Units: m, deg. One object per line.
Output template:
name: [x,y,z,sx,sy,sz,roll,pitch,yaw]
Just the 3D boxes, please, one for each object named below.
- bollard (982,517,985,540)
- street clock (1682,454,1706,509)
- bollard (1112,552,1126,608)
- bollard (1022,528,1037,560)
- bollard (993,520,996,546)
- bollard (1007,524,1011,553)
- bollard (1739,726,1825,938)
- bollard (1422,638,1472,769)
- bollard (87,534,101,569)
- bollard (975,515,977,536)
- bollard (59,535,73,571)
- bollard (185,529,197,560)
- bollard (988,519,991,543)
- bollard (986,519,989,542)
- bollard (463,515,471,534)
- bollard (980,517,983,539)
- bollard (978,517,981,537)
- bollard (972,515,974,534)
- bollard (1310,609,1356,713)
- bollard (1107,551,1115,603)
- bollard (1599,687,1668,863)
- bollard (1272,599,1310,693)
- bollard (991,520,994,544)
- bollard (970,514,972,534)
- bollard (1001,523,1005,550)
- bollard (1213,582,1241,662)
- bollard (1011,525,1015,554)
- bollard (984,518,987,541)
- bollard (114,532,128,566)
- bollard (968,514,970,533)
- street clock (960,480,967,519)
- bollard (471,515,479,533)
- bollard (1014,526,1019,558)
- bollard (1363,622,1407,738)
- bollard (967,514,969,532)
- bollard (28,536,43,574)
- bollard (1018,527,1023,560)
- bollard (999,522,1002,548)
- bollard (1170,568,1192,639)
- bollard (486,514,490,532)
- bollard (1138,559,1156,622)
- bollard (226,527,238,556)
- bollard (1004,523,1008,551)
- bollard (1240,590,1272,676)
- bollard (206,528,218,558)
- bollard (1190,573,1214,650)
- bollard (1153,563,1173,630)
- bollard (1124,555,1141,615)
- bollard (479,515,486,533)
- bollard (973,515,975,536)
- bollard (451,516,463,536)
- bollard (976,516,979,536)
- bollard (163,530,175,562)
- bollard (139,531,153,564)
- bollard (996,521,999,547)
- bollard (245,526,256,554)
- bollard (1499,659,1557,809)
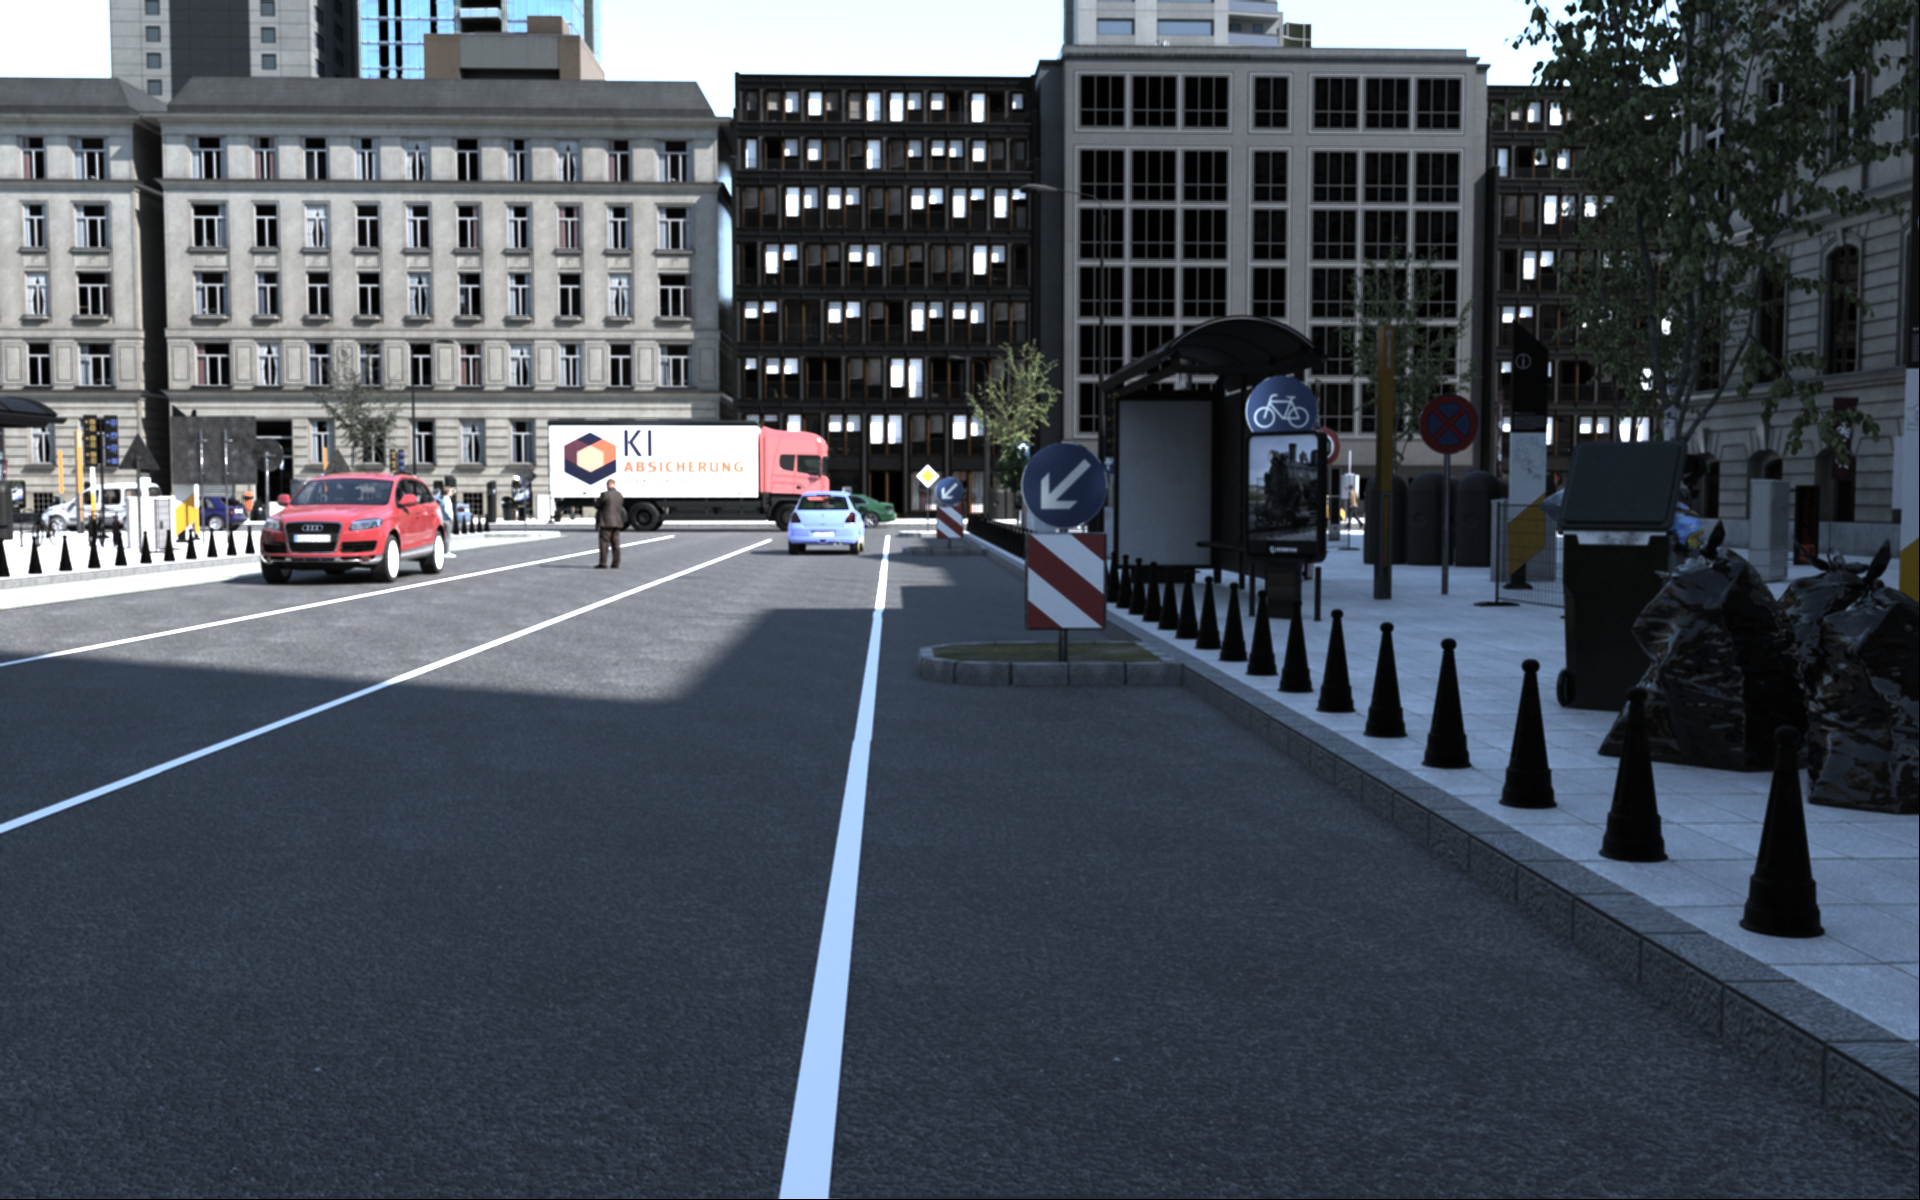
bollard: [0.792,-1.915,47.347,0.229,0.601,0.229,0,3,0]
street clock: [13.267,-1.647,31.499,0.358,2.002,0.471,-3,5,-40]
bollard: [1.866,-0.212,19.516,0.229,0.601,0.229,0,3,0]
bollard: [1.352,-1.032,32.919,0.229,0.601,0.229,0,3,0]
bollard: [0.993,-1.598,42.170,0.229,0.601,0.229,0,3,0]
bollard: [1.190,-1.284,37.038,0.229,0.601,0.229,0,3,0]
bollard: [2.426,0.669,5.096,0.229,0.601,0.229,0,3,0]
bollard: [2.303,0.481,8.178,0.229,0.601,0.229,0,3,0]
bollard: [-14.931,-0.845,29.853,0.229,0.601,0.229,0,3,0]
bollard: [0.629,-2.167,51.473,0.229,0.601,0.229,0,3,0]
bollard: [-14.894,-0.782,28.828,0.229,0.601,0.229,0,3,0]
bollard: [-15.094,-1.098,33.993,0.229,0.601,0.229,0,3,0]
bollard: [0.910,-1.724,44.228,0.229,0.601,0.229,0,3,0]
bollard: [0.872,-1.788,45.268,0.229,0.601,0.229,0,3,0]
bollard: [-15.927,-2.421,55.631,0.229,0.601,0.229,0,3,0]
bollard: [0.750,-1.977,48.373,0.229,0.601,0.229,0,3,0]
bollard: [0.715,-2.040,49.403,0.229,0.601,0.229,0,3,0]
bollard: [0.554,-2.293,53.539,0.229,0.601,0.229,0,3,0]
bollard: [2.227,0.355,10.244,0.229,0.601,0.229,0,3,0]
bollard: [1.826,-0.275,20.542,0.229,0.601,0.229,0,3,0]
bollard: [2.387,0.607,6.122,0.229,0.601,0.229,0,3,0]
bollard: [2.187,0.292,11.270,0.229,0.601,0.229,0,3,0]
bollard: [0.951,-1.661,43.202,0.229,0.601,0.229,0,3,0]
bollard: [0.510,-2.356,54.565,0.229,0.601,0.229,0,3,0]
bollard: [1.114,-1.410,39.092,0.229,0.601,0.229,0,3,0]
bollard: [2.110,0.165,13.346,0.229,0.601,0.229,0,3,0]
bollard: [1.231,-1.221,36.013,0.229,0.601,0.229,0,3,0]
bollard: [0.831,-1.850,46.294,0.229,0.601,0.229,0,3,0]
bollard: [-14.971,-0.908,30.887,0.229,0.601,0.229,0,3,0]
bollard: [0.472,-2.420,55.601,0.229,0.601,0.229,0,3,0]
street clock: [0.158,-5.178,89.231,0.358,2.002,0.471,2,4,25]
bollard: [-15.970,-2.485,56.669,0.229,0.601,0.229,0,3,0]
bollard: [1.272,-1.159,34.984,0.229,0.601,0.229,0,3,0]
bollard: [2.265,0.418,9.204,0.229,0.601,0.229,0,3,0]
bollard: [0.433,-2.482,56.627,0.229,0.601,0.229,0,3,0]
bollard: [-14.854,-0.719,27.802,0.229,0.601,0.229,0,3,0]
bollard: [1.316,-1.095,33.945,0.229,0.601,0.229,0,3,0]
bollard: [1.072,-1.473,40.118,0.229,0.601,0.229,0,3,0]
bollard: [2.026,0.039,15.404,0.229,0.601,0.229,0,3,0]
bollard: [-16.049,-2.611,58.724,0.229,0.601,0.229,0,3,0]
bollard: [1.949,-0.087,17.461,0.229,0.601,0.229,0,3,0]
bollard: [-15.173,-1.225,36.066,0.229,0.601,0.229,0,3,0]
bollard: [1.149,-1.347,38.064,0.229,0.601,0.229,0,3,0]
bollard: [2.149,0.228,12.312,0.229,0.601,0.229,0,3,0]
bollard: [-15.132,-1.162,35.036,0.229,0.601,0.229,0,3,0]
bollard: [2.065,0.102,14.378,0.229,0.601,0.229,0,3,0]
bollard: [1.988,-0.024,16.430,0.229,0.601,0.229,0,3,0]
bollard: [1.908,-0.150,18.487,0.229,0.601,0.229,0,3,0]
bollard: [-16.008,-2.548,57.695,0.229,0.601,0.229,0,3,0]
bollard: [0.590,-2.230,52.510,0.229,0.601,0.229,0,3,0]
bollard: [-15.883,-2.358,54.600,0.229,0.601,0.229,0,3,0]
bollard: [0.673,-2.104,50.447,0.229,0.601,0.229,0,3,0]
bollard: [-15.052,-1.035,32.957,0.229,0.601,0.229,0,3,0]
bollard: [-15.013,-0.972,31.928,0.229,0.601,0.229,0,3,0]
bollard: [1.034,-1.535,41.144,0.229,0.601,0.229,0,3,0]
bollard: [-15.211,-1.287,37.091,0.229,0.601,0.229,0,3,0]
bollard: [2.350,0.544,7.148,0.229,0.601,0.229,0,3,0]
